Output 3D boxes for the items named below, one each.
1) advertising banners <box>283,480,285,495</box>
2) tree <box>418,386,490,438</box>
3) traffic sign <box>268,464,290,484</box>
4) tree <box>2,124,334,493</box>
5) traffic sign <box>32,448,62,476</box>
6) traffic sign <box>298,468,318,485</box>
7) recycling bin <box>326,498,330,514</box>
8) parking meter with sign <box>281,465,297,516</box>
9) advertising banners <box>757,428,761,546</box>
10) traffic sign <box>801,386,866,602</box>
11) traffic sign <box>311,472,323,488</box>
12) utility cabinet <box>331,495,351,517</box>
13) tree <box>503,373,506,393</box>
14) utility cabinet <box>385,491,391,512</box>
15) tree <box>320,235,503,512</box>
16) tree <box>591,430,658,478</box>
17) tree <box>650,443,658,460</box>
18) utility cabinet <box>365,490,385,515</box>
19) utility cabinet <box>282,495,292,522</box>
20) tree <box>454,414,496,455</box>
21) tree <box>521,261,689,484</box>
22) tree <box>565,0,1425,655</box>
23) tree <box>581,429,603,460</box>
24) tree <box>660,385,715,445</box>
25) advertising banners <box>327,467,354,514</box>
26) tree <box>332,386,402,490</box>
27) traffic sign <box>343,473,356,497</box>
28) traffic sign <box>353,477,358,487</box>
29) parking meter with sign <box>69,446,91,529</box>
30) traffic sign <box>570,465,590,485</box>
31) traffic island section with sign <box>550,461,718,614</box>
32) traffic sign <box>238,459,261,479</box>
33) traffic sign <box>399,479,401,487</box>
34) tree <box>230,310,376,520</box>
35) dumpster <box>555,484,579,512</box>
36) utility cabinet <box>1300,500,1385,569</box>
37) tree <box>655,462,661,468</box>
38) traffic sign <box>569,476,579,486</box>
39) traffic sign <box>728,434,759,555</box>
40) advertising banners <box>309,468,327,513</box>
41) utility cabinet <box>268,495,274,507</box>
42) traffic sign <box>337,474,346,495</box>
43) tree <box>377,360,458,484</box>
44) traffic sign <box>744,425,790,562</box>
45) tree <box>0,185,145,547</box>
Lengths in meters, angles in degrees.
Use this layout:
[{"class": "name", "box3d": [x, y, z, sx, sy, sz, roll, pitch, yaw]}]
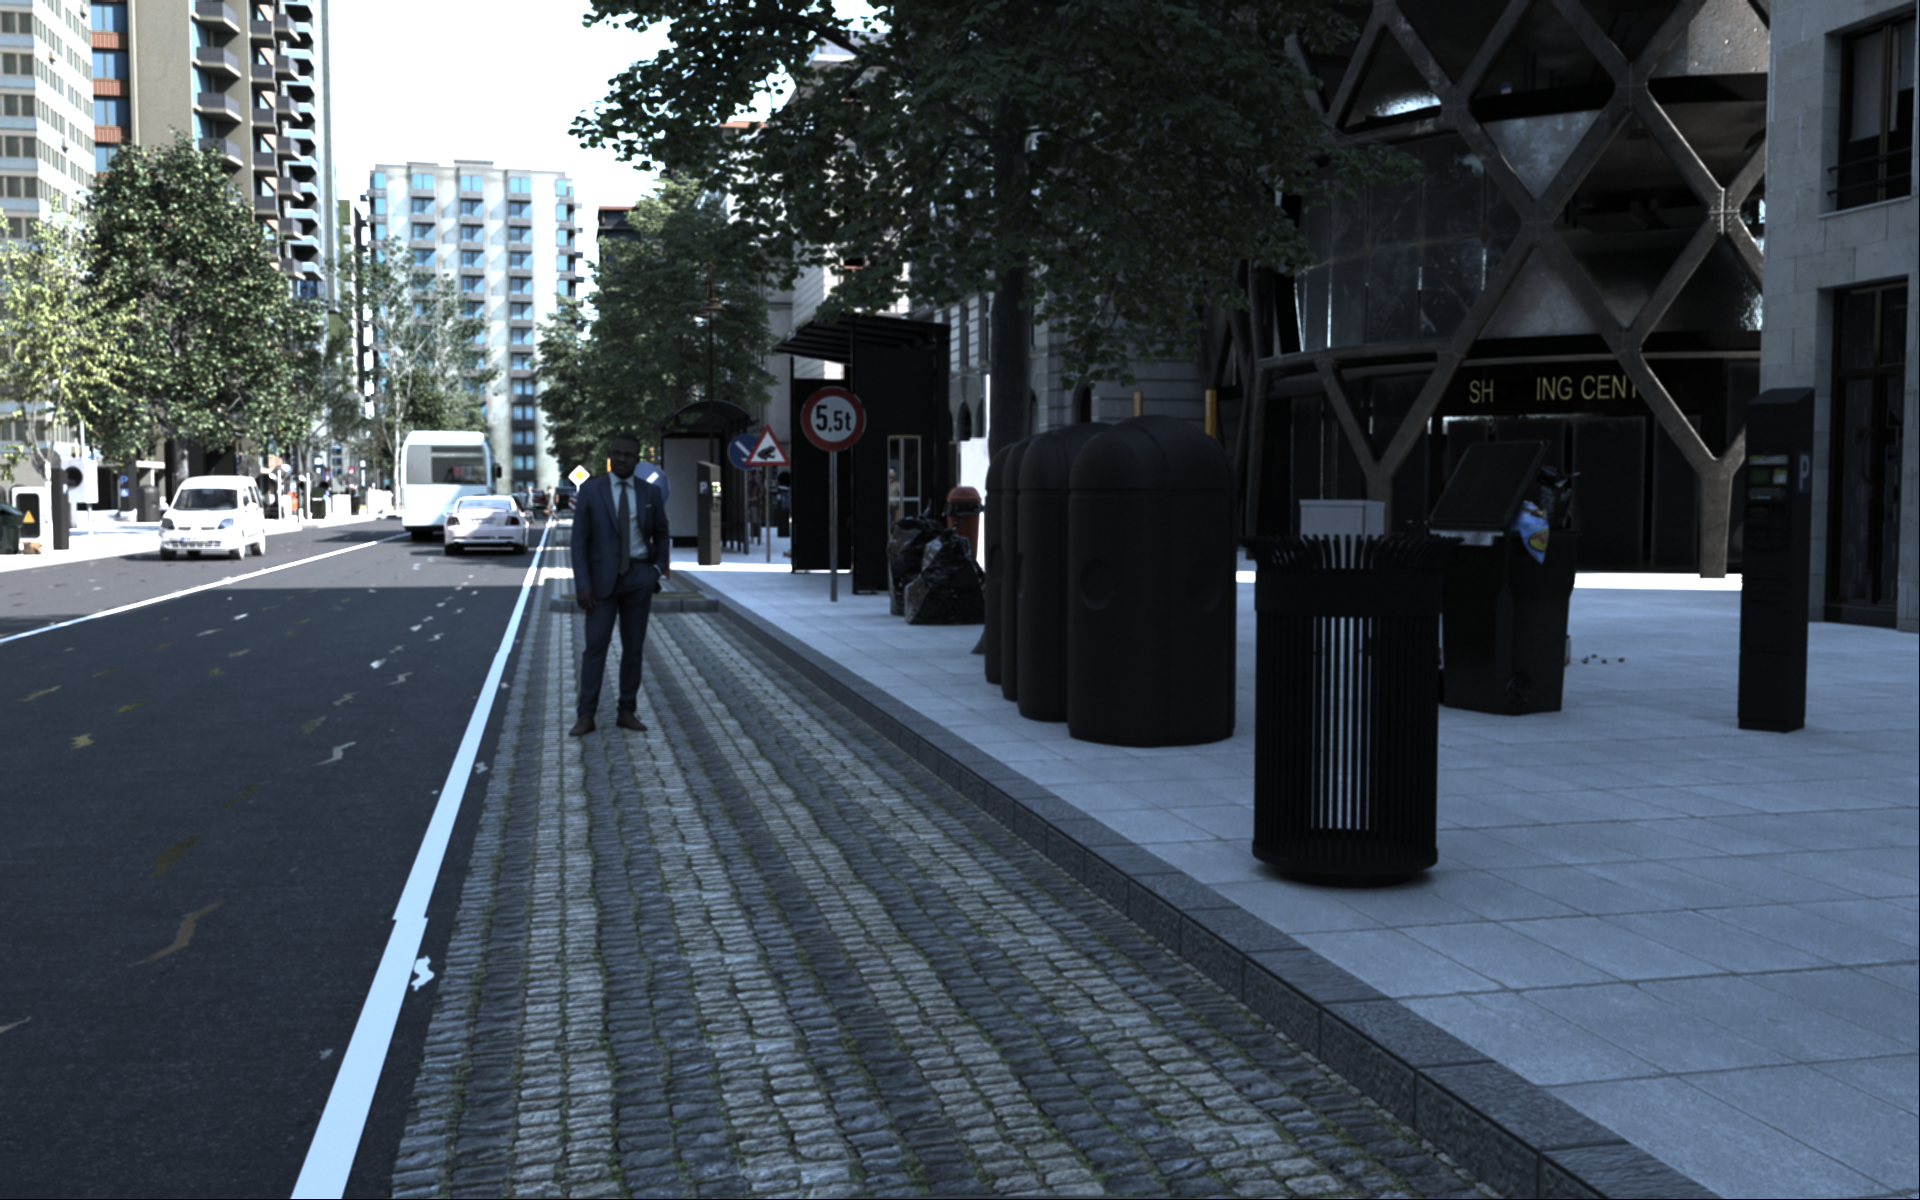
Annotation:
[{"class": "advertising banners", "box3d": [-44.490, -7.196, 113.836, 0.090, 3.025, 2.074, -2, 4, -30]}, {"class": "tree", "box3d": [-58.741, -17.951, 200.151, 9.857, 13.997, 8.962, 0, 3, 0]}, {"class": "traffic sign", "box3d": [-26.580, -4.002, 67.623, 0.795, 2.593, 0.064, -1, 4, -13]}, {"class": "tree", "box3d": [-24.561, -8.400, 54.355, 9.611, 12.733, 9.660, 0, 3, 0]}, {"class": "traffic sign", "box3d": [-25.251, -2.924, 47.917, 0.768, 2.556, 0.104, -1, 4, -9]}, {"class": "traffic sign", "box3d": [-28.381, -4.478, 75.403, 0.795, 2.593, 0.064, -1, 4, -13]}, {"class": "recycling bin", "box3d": [-41.239, -6.089, 112.102, 0.722, 1.027, 0.722, 0, 4, -1]}, {"class": "parking meter with sign", "box3d": [-39.524, -6.487, 102.316, 0.543, 3.016, 1.738, -3, 5, -41]}, {"class": "advertising banners", "box3d": [-5.042, -2.883, 43.330, 0.090, 3.025, 2.074, 0, 4, -6]}, {"class": "traffic sign", "box3d": [-1.504, -1.253, 20.597, 0.768, 2.556, 0.104, -1, 4, -9]}, {"class": "traffic sign", "box3d": [-36.361, -5.972, 97.741, 0.768, 2.556, 0.104, -1, 4, -11]}, {"class": "utility cabinet", "box3d": [-35.410, -5.376, 99.060, 0.306, 1.237, 1.020, 3, 5, 40]}, {"class": "tree", "box3d": [-51.998, -19.539, 175.354, 12.611, 20.169, 13.585, 0, 3, 0]}, {"class": "utility cabinet", "box3d": [-40.244, -6.842, 120.542, 1.173, 1.500, 0.318, 0, 4, 2]}, {"class": "tree", "box3d": [-39.885, -16.461, 125.026, 12.611, 20.169, 13.585, 0, 3, 0]}, {"class": "tree", "box3d": [-17.099, -6.395, 88.264, 4.285, 4.588, 4.351, 0, 3, 0]}, {"class": "tree", "box3d": [-20.642, -10.988, 130.021, 4.360, 8.622, 3.978, 0, 3, 0]}, {"class": "utility cabinet", "box3d": [-36.164, -6.002, 106.816, 0.318, 1.500, 1.173, 1, 4, 20]}, {"class": "utility cabinet", "box3d": [-30.841, -4.176, 79.445, 0.306, 1.237, 1.020, -1, 4, -22]}, {"class": "tree", "box3d": [-63.071, -18.098, 221.656, 9.928, 11.665, 9.643, 0, 3, 0]}, {"class": "tree", "box3d": [-19.257, -11.552, 95.522, 9.857, 13.997, 8.962, 0, 3, 0]}, {"class": "tree", "box3d": [0.409, -5.862, 13.970, 7.486, 12.596, 7.792, 0, 3, 0]}, {"class": "tree", "box3d": [-25.036, -10.485, 121.798, 4.737, 8.622, 4.395, 0, 3, 0]}, {"class": "tree", "box3d": [-19.081, -10.550, 122.852, 4.360, 8.622, 3.978, 0, 3, 0]}, {"class": "advertising banners", "box3d": [-39.246, -6.971, 110.159, 0.090, 3.025, 2.074, 2, 4, 25]}, {"class": "tree", "box3d": [-39.350, -10.087, 115.278, 4.360, 8.622, 3.978, 0, 3, 0]}, {"class": "traffic sign", "box3d": [-36.746, -6.373, 104.303, 0.768, 2.556, 0.104, -1, 4, -11]}, {"class": "traffic sign", "box3d": [-41.377, -7.211, 118.013, 0.768, 2.556, 0.104, -1, 4, -12]}, {"class": "parking meter with sign", "box3d": [-32.702, -4.098, 63.266, 1.738, 3.016, 0.543, 0, 3, 0]}, {"class": "traffic sign", "box3d": [-15.377, -4.159, 70.185, 0.795, 2.593, 0.064, -1, 4, -13]}, {"class": "traffic island section with sign", "box3d": [-4.099, -0.793, 21.592, 1.989, 1.847, 2.006, -1, 4, -13]}, {"class": "traffic sign", "box3d": [-25.622, -3.816, 62.494, 0.768, 2.556, 0.104, -1, 4, -12]}, {"class": "traffic sign", "box3d": [-44.944, -8.544, 139.800, 0.768, 2.556, 0.104, 0, 4, -5]}, {"class": "tree", "box3d": [-32.145, -9.155, 84.094, 8.767, 10.594, 7.601, 2, 4, 32]}, {"class": "dumpster", "box3d": [-30.389, -7.911, 134.298, 1.985, 2.255, 1.502, -1, 4, -15]}, {"class": "utility cabinet", "box3d": [4.050, -0.443, 18.398, 0.306, 1.237, 1.020, -2, 4, -29]}, {"class": "tree", "box3d": [-8.709, -3.686, 54.871, 1.663, 3.219, 1.824, 0, 3, 0]}, {"class": "traffic sign", "box3d": [-17.177, -4.635, 77.966, 0.795, 2.593, 0.064, -1, 4, -13]}, {"class": "traffic sign", "box3d": [-4.507, -2.230, 36.563, 0.768, 2.556, 0.104, -1, 4, -10]}, {"class": "advertising banners", "box3d": [-43.049, -7.359, 116.506, 0.090, 3.025, 2.074, 1, 4, 18]}, {"class": "utility cabinet", "box3d": [-42.746, -5.949, 108.435, 0.306, 1.237, 1.020, 3, 5, 39]}, {"class": "traffic sign", "box3d": [-38.164, -6.550, 107.190, 0.768, 2.556, 0.104, 0, 4, -5]}, {"class": "tree", "box3d": [-46.712, -14.148, 148.326, 9.611, 12.733, 9.660, 0, 3, 0]}, {"class": "traffic sign", "box3d": [-3.608, -1.988, 32.507, 0.884, 2.594, 0.081, -1, 4, -12]}, {"class": "tree", "box3d": [-22.128, -5.603, 41.978, 4.737, 8.622, 4.395, 0, 3, 0]}]
